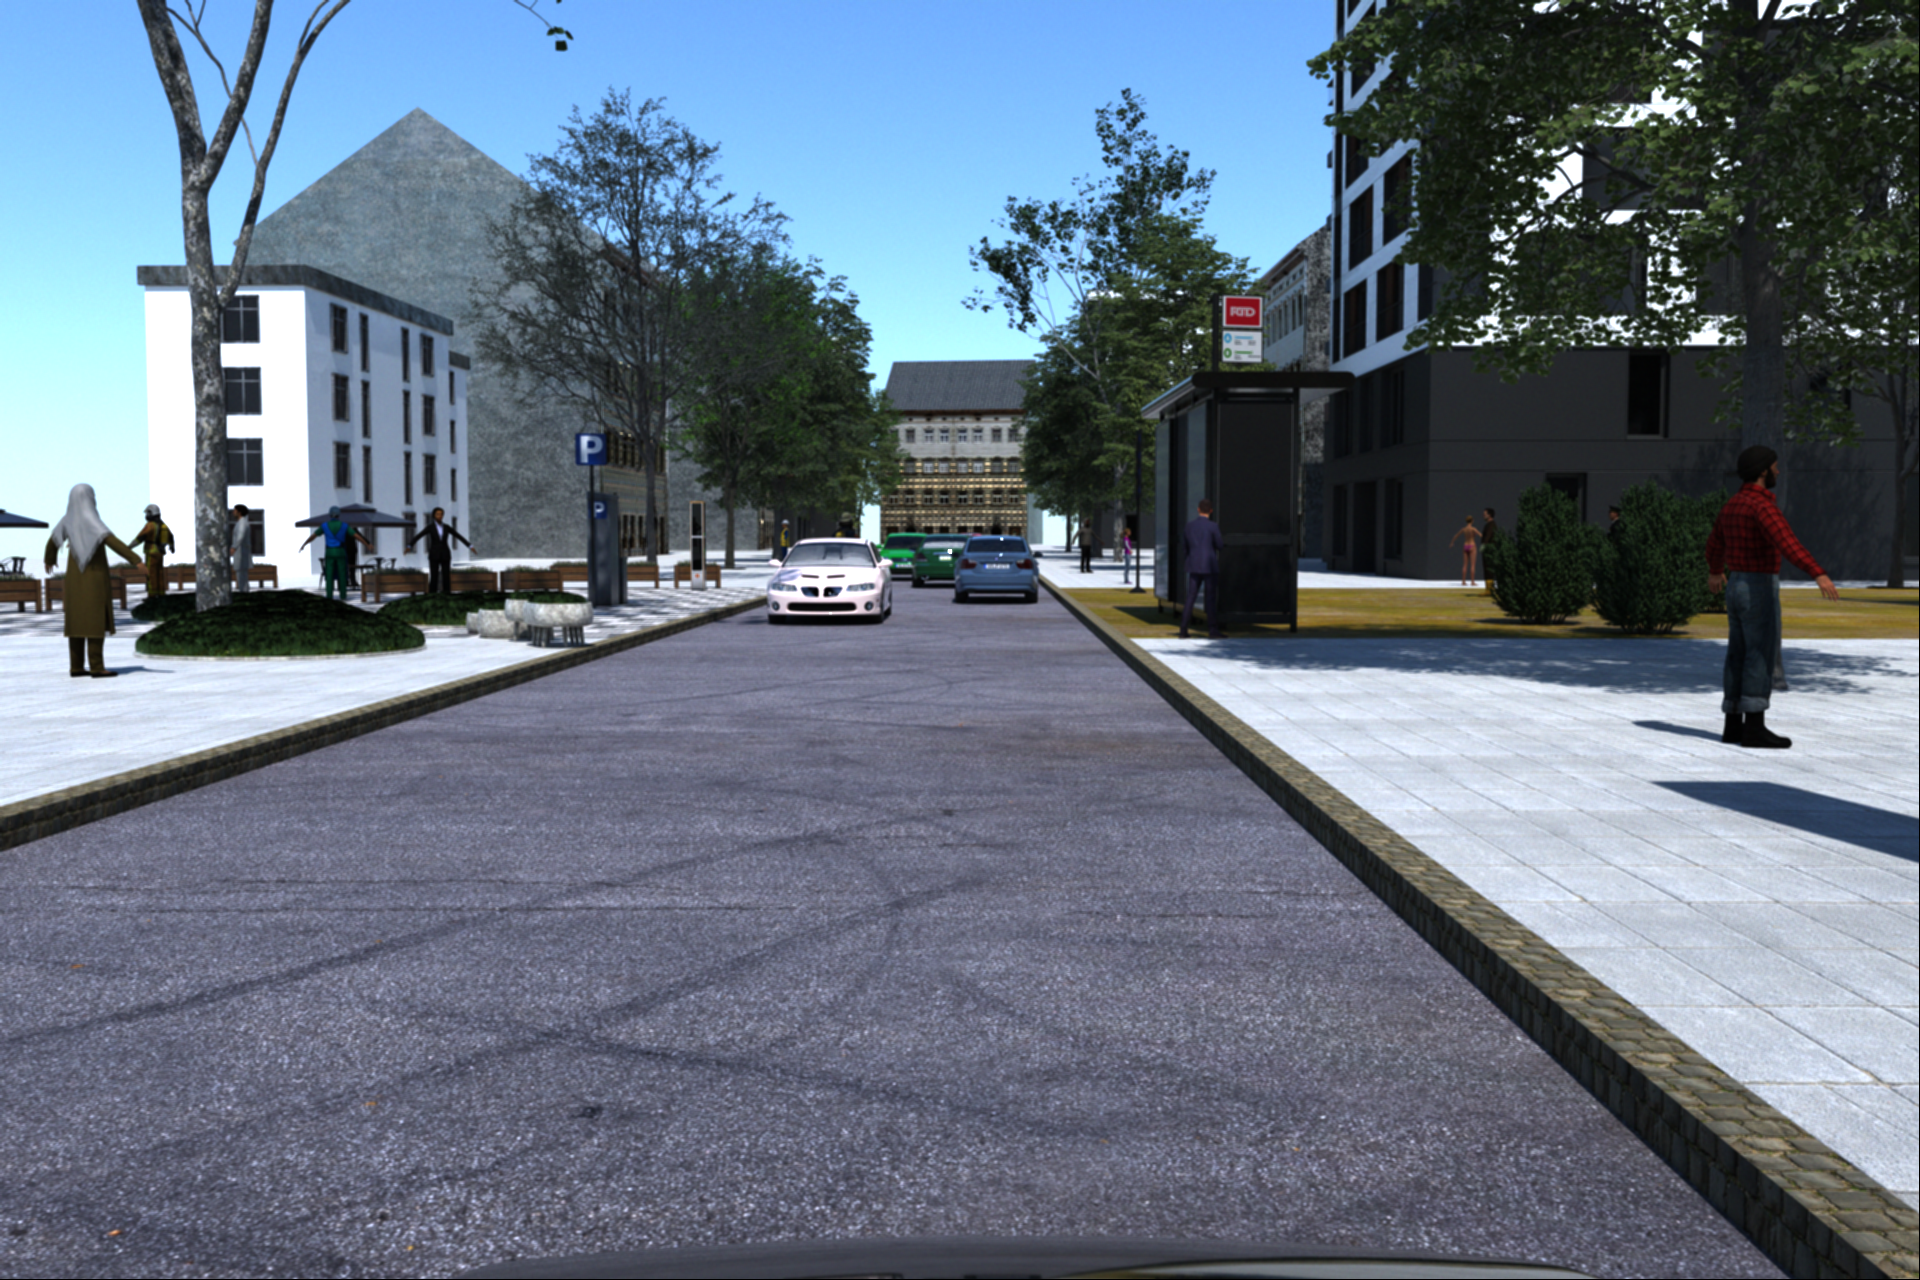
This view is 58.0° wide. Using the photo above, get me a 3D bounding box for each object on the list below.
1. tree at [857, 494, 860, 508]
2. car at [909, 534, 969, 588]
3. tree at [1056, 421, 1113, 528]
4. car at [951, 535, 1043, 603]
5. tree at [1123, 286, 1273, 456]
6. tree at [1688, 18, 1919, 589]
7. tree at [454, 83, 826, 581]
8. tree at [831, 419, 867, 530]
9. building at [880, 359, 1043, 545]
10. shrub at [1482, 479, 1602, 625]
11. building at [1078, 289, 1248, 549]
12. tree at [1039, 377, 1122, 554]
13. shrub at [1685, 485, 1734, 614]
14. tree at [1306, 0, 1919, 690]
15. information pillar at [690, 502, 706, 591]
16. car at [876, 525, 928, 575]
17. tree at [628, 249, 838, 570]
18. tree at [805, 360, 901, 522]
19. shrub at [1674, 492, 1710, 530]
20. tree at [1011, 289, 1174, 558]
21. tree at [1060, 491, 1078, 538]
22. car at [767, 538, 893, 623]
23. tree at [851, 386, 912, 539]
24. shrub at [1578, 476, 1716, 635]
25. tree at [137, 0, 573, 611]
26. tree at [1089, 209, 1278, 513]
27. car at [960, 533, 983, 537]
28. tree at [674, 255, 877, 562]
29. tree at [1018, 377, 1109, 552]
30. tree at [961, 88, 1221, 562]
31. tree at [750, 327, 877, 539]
[{"bbox_3d":[-13.588,-16.089,213.409,4.360,8.622,3.978,0,3,0],"label":"tree"},{"bbox_3d":[-0.366,-2.198,47.742,2.131,1.459,4.920,0,4,0],"label":"car"},{"bbox_3d":[7.523,-9.329,102.890,4.737,8.622,4.395,0,3,0],"label":"tree"},{"bbox_3d":[0.787,-1.544,37.250,2.014,1.417,4.499,0,4,1],"label":"car"},{"bbox_3d":[7.315,-6.196,51.670,4.737,8.622,4.395,0,3,0],"label":"tree"},{"bbox_3d":[22.078,-7.940,40.184,12.009,13.543,11.850,0,3,0],"label":"tree"},{"bbox_3d":[-8.589,-8.391,47.557,12.009,13.543,11.850,0,3,0],"label":"tree"},{"bbox_3d":[-7.287,-9.335,102.988,4.737,8.622,4.395,0,3,0],"label":"tree"},{"bbox_3d":[0.539,-23.523,217.987,18.063,23.208,19.493,1,4,8],"label":"building"},{"bbox_3d":[8.292,-1.260,24.649,1.661,2.075,1.752,0,3,0],"label":"shrub"},{"bbox_3d":[24.844,-19.379,160.821,27.936,21.610,32.646,0,4,1],"label":"building"},{"bbox_3d":[8.391,-11.397,112.099,9.928,11.665,9.643,0,3,0],"label":"tree"},{"bbox_3d":[12.290,-1.473,28.119,1.661,2.075,1.752,0,3,0],"label":"shrub"},{"bbox_3d":[6.293,-5.865,14.014,7.486,12.596,7.792,0,3,0],"label":"tree"},{"bbox_3d":[-5.951,-2.133,39.372,0.304,2.012,0.304,0,4,2],"label":"information pillar"},{"bbox_3d":[-1.649,-2.807,54.692,1.959,1.807,4.718,0,4,1],"label":"car"},{"bbox_3d":[-8.317,-8.374,62.663,9.928,11.665,9.643,0,3,0],"label":"tree"},{"bbox_3d":[-7.574,-11.875,112.291,7.486,12.596,7.792,0,3,0],"label":"tree"},{"bbox_3d":[12.833,-1.599,30.560,1.690,2.028,1.600,0,3,0],"label":"shrub"},{"bbox_3d":[7.342,-11.320,91.731,9.857,13.997,8.962,0,3,0],"label":"tree"},{"bbox_3d":[14.063,-16.424,218.899,4.737,8.622,4.395,0,3,0],"label":"tree"},{"bbox_3d":[-2.143,-1.036,29.294,2.083,1.381,4.827,0,4,0],"label":"car"},{"bbox_3d":[-7.240,-11.990,121.799,9.928,11.665,9.643,0,3,0],"label":"tree"},{"bbox_3d":[8.809,-1.088,22.200,1.690,2.028,1.600,0,3,0],"label":"shrub"},{"bbox_3d":[-8.299,-10.004,19.452,12.611,20.169,13.585,0,3,0],"label":"tree"},{"bbox_3d":[7.906,-8.750,61.185,7.486,12.596,7.792,0,3,0],"label":"tree"},{"bbox_3d":[0.496,-4.717,86.171,2.155,1.783,4.494,0,4,1],"label":"car"},{"bbox_3d":[-8.462,-10.574,79.538,9.857,13.997,8.962,0,3,0],"label":"tree"},{"bbox_3d":[7.685,-12.456,121.781,7.486,12.596,7.792,0,3,0],"label":"tree"},{"bbox_3d":[6.346,-13.499,76.592,12.611,20.169,13.585,0,3,0],"label":"tree"},{"bbox_3d":[-8.226,-10.816,94.965,7.486,12.596,7.792,0,3,0],"label":"tree"}]
